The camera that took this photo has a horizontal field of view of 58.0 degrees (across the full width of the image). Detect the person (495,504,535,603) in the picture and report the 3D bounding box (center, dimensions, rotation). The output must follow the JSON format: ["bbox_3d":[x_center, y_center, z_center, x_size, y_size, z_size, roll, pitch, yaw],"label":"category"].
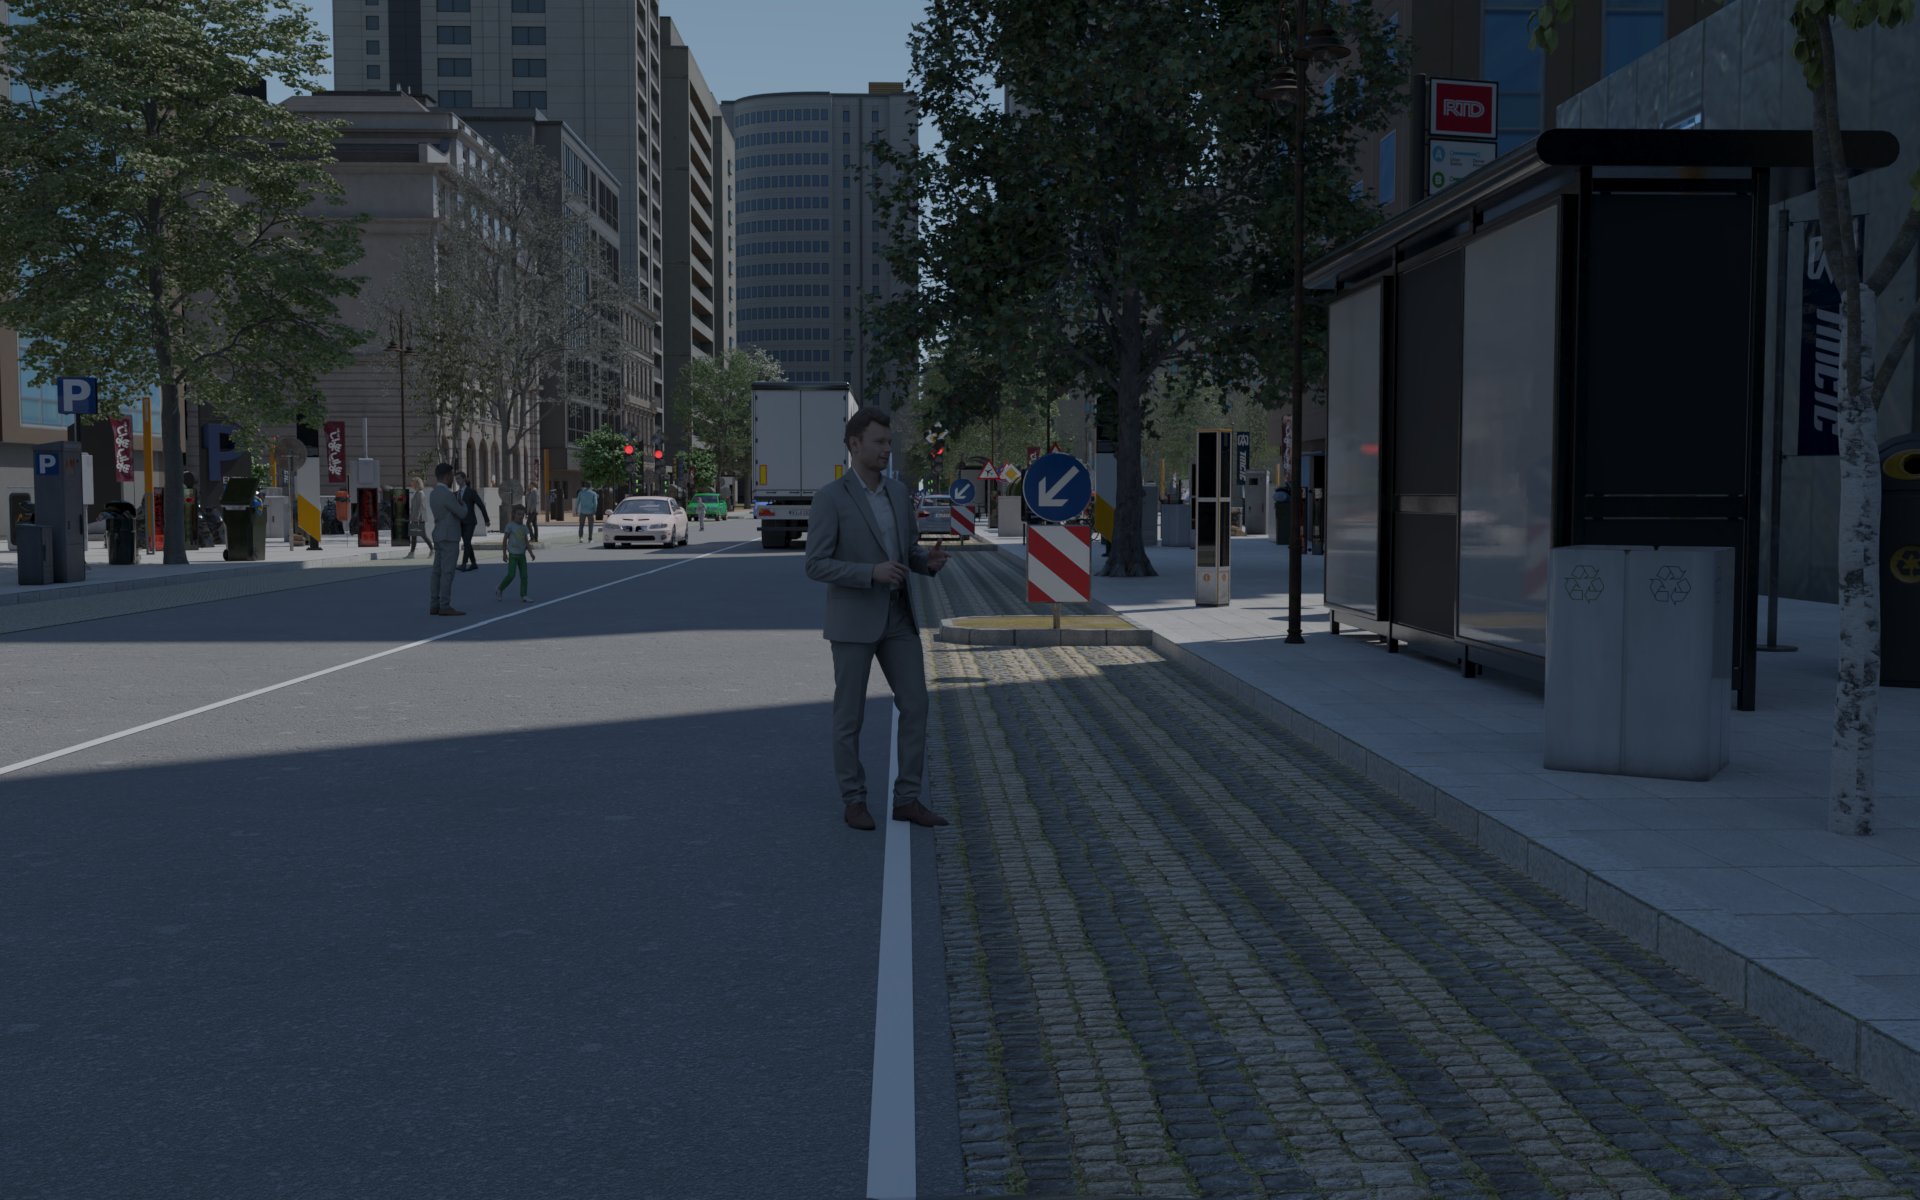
[{"bbox_3d":[-5.899,-0.624,22.944,0.590,1.304,0.306,2,4,27],"label":"person"}]

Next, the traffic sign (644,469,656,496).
[{"bbox_3d":[-16.037,-5.455,89.302,0.768,2.556,0.104,0,4,4],"label":"traffic sign"}]

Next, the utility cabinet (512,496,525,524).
[{"bbox_3d":[-16.385,-3.178,63.121,1.020,1.237,0.306,0,4,8],"label":"utility cabinet"}]

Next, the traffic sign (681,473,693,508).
[{"bbox_3d":[-16.709,-6.470,105.887,0.768,2.556,0.104,0,4,4],"label":"traffic sign"}]

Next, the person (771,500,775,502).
[{"bbox_3d":[-9.027,-4.674,85.263,0.374,1.781,0.599,-3,5,-43],"label":"person"}]

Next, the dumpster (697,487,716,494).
[{"bbox_3d":[-18.582,-7.403,126.799,1.264,1.857,1.865,0,4,-2],"label":"dumpster"}]

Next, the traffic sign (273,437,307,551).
[{"bbox_3d":[-15.072,-2.378,38.981,0.768,2.556,0.104,0,4,3],"label":"traffic sign"}]

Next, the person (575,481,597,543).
[{"bbox_3d":[-10.904,-2.566,50.473,0.660,1.820,0.620,0,4,-4],"label":"person"}]

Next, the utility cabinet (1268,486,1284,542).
[{"bbox_3d":[8.453,-2.278,45.917,0.318,1.500,1.173,0,4,-1],"label":"utility cabinet"}]

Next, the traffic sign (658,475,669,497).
[{"bbox_3d":[-15.663,-5.469,91.555,0.606,2.300,0.079,0,4,7],"label":"traffic sign"}]

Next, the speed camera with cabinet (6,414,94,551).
[{"bbox_3d":[-20.467,-2.725,38.893,2.038,3.252,0.660,1,4,20],"label":"speed camera with cabinet"}]

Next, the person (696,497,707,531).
[{"bbox_3d":[-10.013,-3.317,67.012,0.425,1.301,0.394,0,4,6],"label":"person"}]

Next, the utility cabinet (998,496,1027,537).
[{"bbox_3d":[1.661,-2.509,52.181,1.020,1.237,0.306,0,4,4],"label":"utility cabinet"}]

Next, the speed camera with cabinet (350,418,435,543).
[{"bbox_3d":[-14.890,-3.124,45.415,2.038,3.252,0.660,-2,4,-26],"label":"speed camera with cabinet"}]

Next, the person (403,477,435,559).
[{"bbox_3d":[-11.894,-1.801,38.134,0.728,1.800,0.709,-2,4,-25],"label":"person"}]

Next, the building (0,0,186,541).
[{"bbox_3d":[-33.268,-24.501,50.704,14.200,45.320,14.600,0,4,-2],"label":"building"}]

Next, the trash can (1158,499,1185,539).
[{"bbox_3d":[5.799,-2.191,47.484,0.748,1.137,0.748,0,3,0],"label":"trash can"}]

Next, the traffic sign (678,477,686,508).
[{"bbox_3d":[-17.142,-6.394,106.674,0.606,2.300,0.079,0,4,0],"label":"traffic sign"}]

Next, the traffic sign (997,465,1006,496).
[{"bbox_3d":[1.977,-4.641,75.989,0.768,2.556,0.104,0,4,5],"label":"traffic sign"}]

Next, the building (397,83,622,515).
[{"bbox_3d":[-31.717,-19.783,116.955,14.314,27.812,24.014,0,4,-2],"label":"building"}]

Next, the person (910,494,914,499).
[{"bbox_3d":[-5.127,-10.244,179.182,0.628,1.438,0.799,3,4,37],"label":"person"}]

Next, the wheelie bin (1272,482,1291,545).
[{"bbox_3d":[8.255,-2.189,43.704,0.693,1.594,0.980,1,4,17],"label":"wheelie bin"}]

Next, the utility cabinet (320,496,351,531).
[{"bbox_3d":[-21.429,-2.948,59.368,1.020,1.237,0.306,-3,4,-35],"label":"utility cabinet"}]

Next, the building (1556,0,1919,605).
[{"bbox_3d":[21.558,-42.741,11.492,22.319,86.520,31.000,0,4,-2],"label":"building"}]

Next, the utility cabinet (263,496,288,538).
[{"bbox_3d":[-20.218,-2.404,50.462,1.020,1.237,0.306,-1,4,-21],"label":"utility cabinet"}]

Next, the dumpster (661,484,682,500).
[{"bbox_3d":[-17.468,-6.029,104.337,1.264,1.857,1.865,0,4,-2],"label":"dumpster"}]

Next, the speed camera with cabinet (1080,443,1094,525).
[{"bbox_3d":[4.768,-4.465,67.335,0.660,3.252,2.038,0,4,-4],"label":"speed camera with cabinet"}]

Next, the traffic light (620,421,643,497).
[{"bbox_3d":[-12.656,-4.751,66.593,0.839,4.253,0.868,0,4,-2],"label":"traffic light"}]

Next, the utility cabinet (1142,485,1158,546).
[{"bbox_3d":[4.295,-2.041,42.049,1.173,1.500,0.318,-3,5,-39],"label":"utility cabinet"}]

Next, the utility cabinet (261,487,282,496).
[{"bbox_3d":[-21.513,-2.775,54.045,0.318,1.500,1.173,0,4,1],"label":"utility cabinet"}]

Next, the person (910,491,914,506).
[{"bbox_3d":[-5.034,-10.525,181.142,0.434,1.755,0.990,1,4,13],"label":"person"}]

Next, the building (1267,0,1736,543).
[{"bbox_3d":[16.196,-24.038,43.136,14.600,45.320,14.200,0,4,-2],"label":"building"}]

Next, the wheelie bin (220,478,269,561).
[{"bbox_3d":[-13.762,-1.553,33.298,0.980,1.594,0.693,1,4,10],"label":"wheelie bin"}]

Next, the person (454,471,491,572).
[{"bbox_3d":[-9.163,-1.452,32.019,0.659,1.850,0.755,2,4,27],"label":"person"}]

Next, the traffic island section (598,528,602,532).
[{"bbox_3d":[-12.696,-2.718,66.726,2.009,0.180,2.903,0,4,-2],"label":"traffic island section"}]

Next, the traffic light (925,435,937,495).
[{"bbox_3d":[-1.108,-5.263,74.968,0.839,4.253,0.868,0,4,-2],"label":"traffic light"}]

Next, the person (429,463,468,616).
[{"bbox_3d":[-6.042,-0.725,20.542,0.511,1.800,0.466,3,4,37],"label":"person"}]

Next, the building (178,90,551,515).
[{"bbox_3d":[-31.040,-15.373,93.154,13.314,21.916,24.055,0,4,-2],"label":"building"}]

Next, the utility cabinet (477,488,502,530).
[{"bbox_3d":[-16.432,-3.178,60.647,0.318,1.500,1.173,1,4,21],"label":"utility cabinet"}]

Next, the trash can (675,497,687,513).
[{"bbox_3d":[-15.661,-5.231,97.187,0.748,1.137,0.748,0,3,0],"label":"trash can"}]

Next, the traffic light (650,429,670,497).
[{"bbox_3d":[-12.913,-5.239,74.574,0.839,4.253,0.868,0,4,-2],"label":"traffic light"}]

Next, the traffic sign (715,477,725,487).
[{"bbox_3d":[-18.096,-7.987,130.698,0.768,2.556,0.104,0,4,-1],"label":"traffic sign"}]

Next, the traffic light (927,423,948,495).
[{"bbox_3d":[-0.851,-4.775,66.987,0.839,4.253,0.868,0,4,-2],"label":"traffic light"}]

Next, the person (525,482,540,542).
[{"bbox_3d":[-12.641,-2.598,51.158,0.473,1.802,0.592,0,4,3],"label":"person"}]

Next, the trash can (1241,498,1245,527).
[{"bbox_3d":[11.403,-3.453,68.102,0.748,1.137,0.748,0,3,0],"label":"trash can"}]

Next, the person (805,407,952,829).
[{"bbox_3d":[-0.324,0.080,7.397,0.583,1.804,0.606,3,5,43],"label":"person"}]
